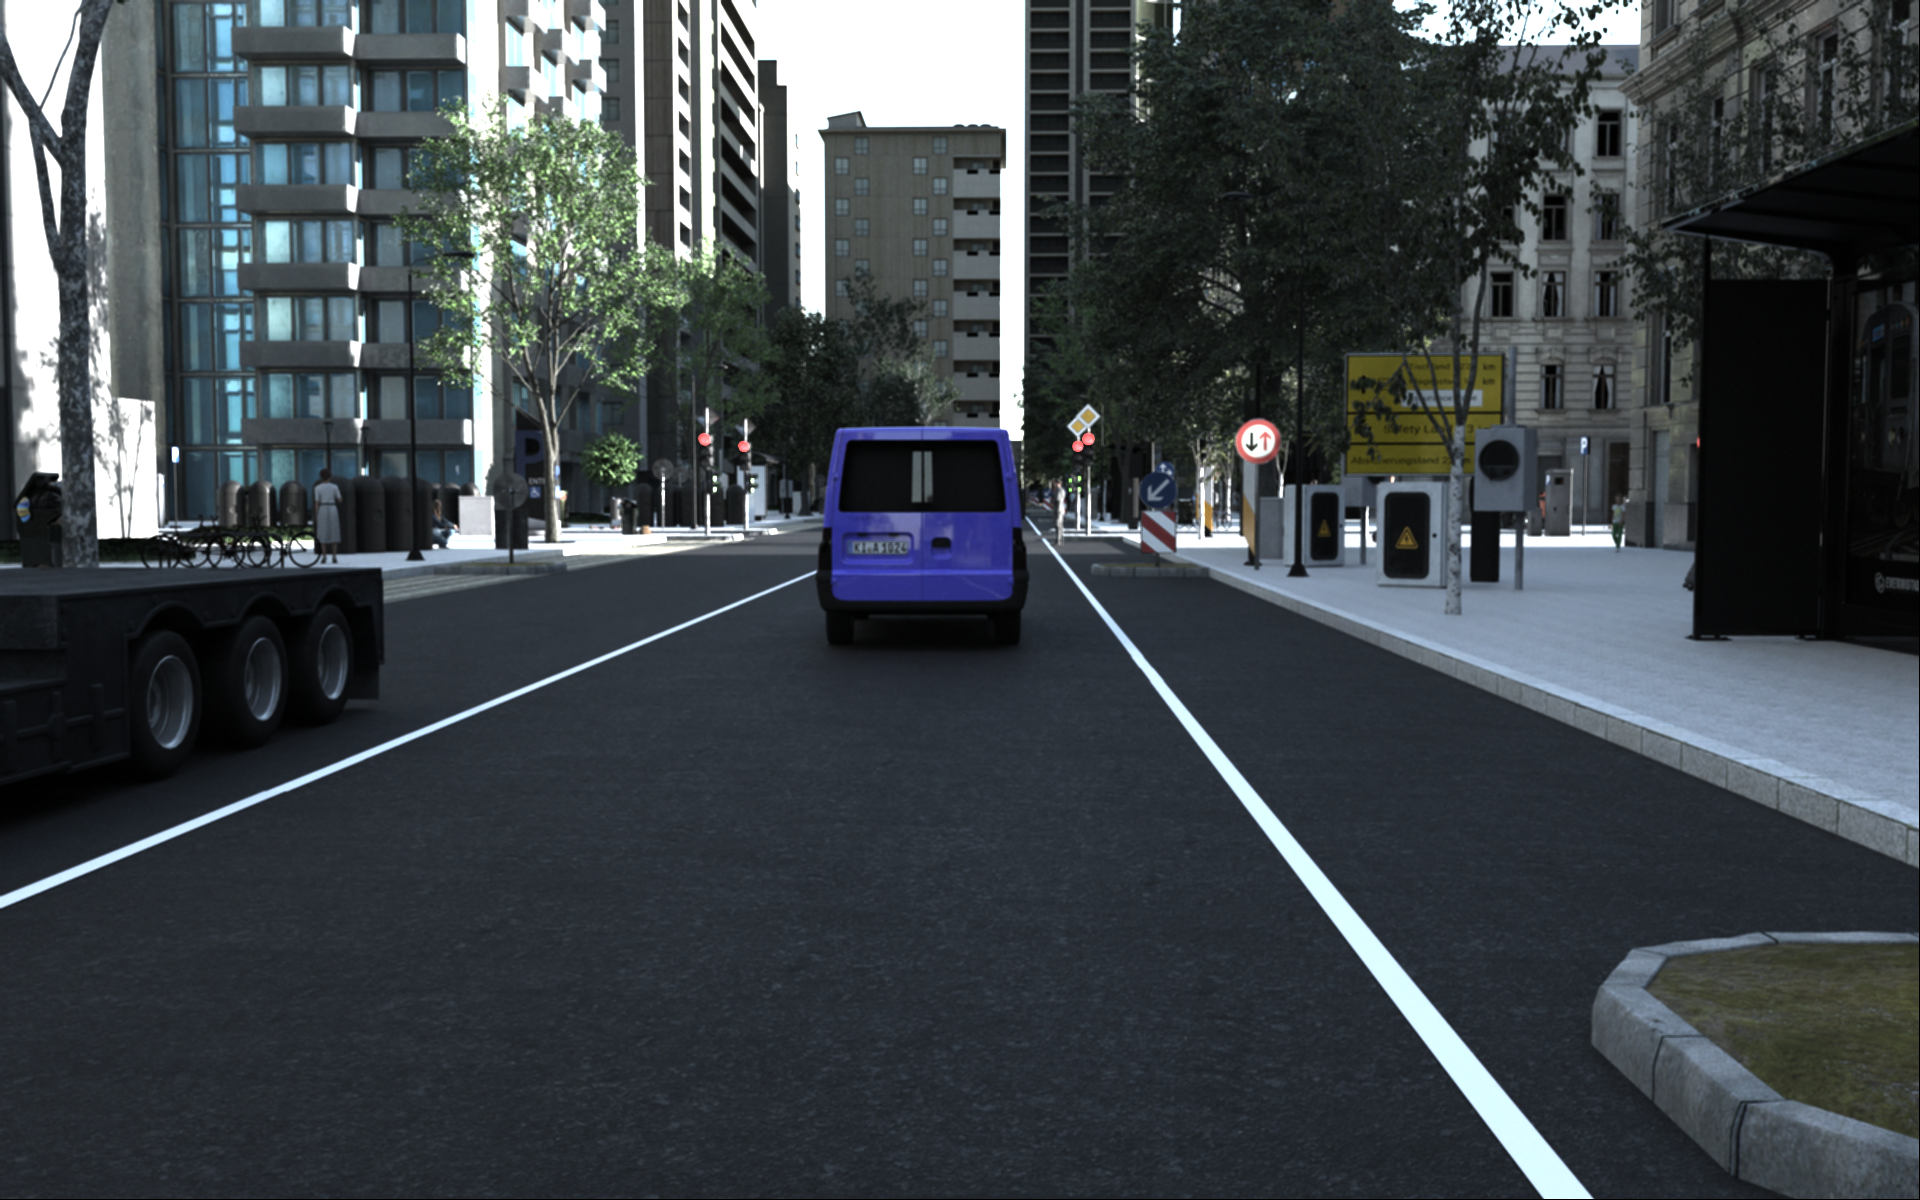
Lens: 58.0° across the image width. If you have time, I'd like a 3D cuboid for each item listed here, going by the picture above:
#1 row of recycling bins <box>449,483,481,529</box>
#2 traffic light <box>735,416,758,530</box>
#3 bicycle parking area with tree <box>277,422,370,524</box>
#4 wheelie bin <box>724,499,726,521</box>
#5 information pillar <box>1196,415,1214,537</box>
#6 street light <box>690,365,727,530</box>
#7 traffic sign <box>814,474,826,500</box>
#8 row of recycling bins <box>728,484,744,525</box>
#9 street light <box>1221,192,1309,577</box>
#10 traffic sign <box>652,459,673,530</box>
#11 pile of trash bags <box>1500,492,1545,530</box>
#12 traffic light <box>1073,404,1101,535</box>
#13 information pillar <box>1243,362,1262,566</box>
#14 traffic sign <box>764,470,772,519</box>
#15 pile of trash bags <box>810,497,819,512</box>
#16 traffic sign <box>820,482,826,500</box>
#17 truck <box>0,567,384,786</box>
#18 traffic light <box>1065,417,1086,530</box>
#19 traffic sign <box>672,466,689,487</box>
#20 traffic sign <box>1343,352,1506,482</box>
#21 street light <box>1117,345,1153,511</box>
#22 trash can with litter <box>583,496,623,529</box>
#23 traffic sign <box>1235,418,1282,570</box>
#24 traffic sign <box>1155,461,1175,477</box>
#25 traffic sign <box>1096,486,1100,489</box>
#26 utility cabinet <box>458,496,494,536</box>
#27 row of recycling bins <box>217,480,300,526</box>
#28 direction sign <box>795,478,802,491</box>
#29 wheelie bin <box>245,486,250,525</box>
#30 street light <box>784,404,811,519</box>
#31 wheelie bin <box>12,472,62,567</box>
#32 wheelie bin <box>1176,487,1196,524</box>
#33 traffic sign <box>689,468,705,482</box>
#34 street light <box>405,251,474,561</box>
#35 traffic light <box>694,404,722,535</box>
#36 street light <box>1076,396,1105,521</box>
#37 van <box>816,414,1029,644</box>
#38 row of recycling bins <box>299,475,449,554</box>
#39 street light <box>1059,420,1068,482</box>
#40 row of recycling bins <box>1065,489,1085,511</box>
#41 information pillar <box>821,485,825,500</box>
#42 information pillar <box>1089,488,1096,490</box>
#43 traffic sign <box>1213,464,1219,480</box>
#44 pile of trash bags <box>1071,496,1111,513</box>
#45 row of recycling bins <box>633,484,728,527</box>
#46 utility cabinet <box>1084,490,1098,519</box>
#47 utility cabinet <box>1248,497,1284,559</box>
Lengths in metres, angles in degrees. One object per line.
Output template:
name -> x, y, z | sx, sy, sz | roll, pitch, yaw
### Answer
row of recycling bins -> -18.952, -3.456, 63.611 | 3.534, 1.692, 1.069 | 2, 4, 32
traffic light -> -7.682, -4.478, 62.133 | 0.839, 4.253, 0.868 | 0, 4, 2
bicycle parking area with tree -> -25.470, -5.180, 71.695 | 9.016, 4.147, 8.231 | 1, 4, 10
wheelie bin -> -11.294, -4.659, 84.086 | 0.693, 1.594, 0.980 | 1, 4, 13
information pillar -> 7.282, -3.674, 51.423 | 0.504, 3.616, 0.183 | 1, 4, 13
street light -> -9.092, -5.512, 62.659 | 1.470, 5.913, 1.316 | 0, 4, 2
traffic sign -> -9.073, -6.848, 112.069 | 0.768, 2.556, 0.104 | 0, 4, 7
row of recycling bins -> -10.762, -4.025, 72.928 | 3.534, 1.692, 1.069 | 1, 4, 12
street light -> 4.722, -3.319, 26.810 | 1.470, 5.913, 1.316 | 0, 4, 2
traffic sign -> -10.729, -3.817, 62.507 | 0.768, 2.556, 0.104 | 0, 4, 5
pile of trash bags -> 20.552, -3.200, 62.077 | 1.912, 1.369, 3.447 | 0, 4, 0
traffic light -> 3.956, -3.971, 53.841 | 0.839, 4.253, 0.868 | 0, 4, 2
information pillar -> 5.233, -2.429, 31.064 | 0.183, 3.616, 0.504 | -1, 4, -18
traffic sign -> -9.989, -5.396, 88.329 | 0.768, 2.556, 0.104 | 1, 4, 8
pile of trash bags -> -9.871, -7.265, 128.539 | 3.447, 1.369, 1.912 | -3, 4, -38
traffic sign -> -9.681, -7.325, 119.876 | 0.768, 2.556, 0.104 | 0, 4, 4
truck -> -5.335, -0.760, 2.190 | 2.967, 4.110, 18.799 | 0, 4, 2
traffic light -> 4.175, -4.459, 61.823 | 0.839, 4.253, 0.868 | 0, 4, 2
traffic sign -> -12.719, -4.813, 78.794 | 0.768, 2.556, 0.104 | 0, 4, 4
traffic sign -> 6.664, -1.900, 24.946 | 2.265, 3.308, 0.079 | 0, 4, 4
street light -> 5.422, -4.969, 53.788 | 1.470, 5.913, 1.316 | 0, 4, 2
trash can with litter -> -13.000, -3.211, 63.556 | 2.233, 1.210, 1.678 | -3, 5, -43
traffic sign -> 5.033, -1.784, 29.277 | 0.768, 2.556, 0.104 | 0, 4, 7
traffic sign -> 7.953, -4.113, 67.347 | 0.768, 2.556, 0.104 | 1, 4, 8
traffic sign -> 10.703, -8.206, 136.304 | 0.606, 2.300, 0.079 | 0, 4, 8
utility cabinet -> -14.883, -2.577, 53.301 | 1.020, 1.237, 0.306 | -1, 4, -10
row of recycling bins -> -20.572, -2.768, 52.363 | 3.534, 1.692, 1.069 | -1, 4, -13
direction sign -> -10.417, -7.338, 111.975 | 0.379, 3.537, 0.876 | 2, 4, 24
wheelie bin -> -26.034, -3.431, 64.011 | 0.980, 1.594, 0.693 | -3, 5, -42
street light -> -8.410, -7.162, 89.637 | 1.470, 5.913, 1.316 | 0, 4, 2
wheelie bin -> -13.265, -1.059, 25.216 | 0.693, 1.594, 0.980 | 0, 4, 3
wheelie bin -> 9.537, -4.008, 73.434 | 0.980, 1.594, 0.693 | 1, 4, 13
traffic sign -> -12.358, -4.966, 81.299 | 0.768, 2.556, 0.104 | 1, 4, 9
street light -> -9.975, -3.712, 33.236 | 1.470, 5.913, 1.316 | 0, 4, 2
traffic light -> -7.901, -3.990, 54.151 | 0.839, 4.253, 0.868 | 0, 4, 2
street light -> 6.154, -6.679, 81.741 | 1.470, 5.913, 1.316 | 0, 4, 2
van -> -0.359, -0.845, 18.198 | 2.240, 2.365, 5.245 | 0, 4, 0
row of recycling bins -> -12.923, -1.914, 38.405 | 1.069, 1.692, 3.534 | 1, 4, 19
street light -> 6.927, -8.329, 108.717 | 1.470, 5.913, 1.316 | 0, 4, 2
row of recycling bins -> 8.580, -7.370, 127.619 | 1.069, 1.692, 3.534 | -1, 4, -16
information pillar -> -9.579, -7.075, 120.170 | 0.304, 2.012, 0.304 | 1, 4, 14
information pillar -> 7.850, -6.858, 103.488 | 0.504, 3.616, 0.183 | 1, 4, 12
traffic sign -> 9.597, -4.068, 66.613 | 0.768, 2.556, 0.104 | 0, 4, 3
pile of trash bags -> 9.213, -6.609, 117.805 | 3.447, 1.369, 1.912 | -1, 4, -18
row of recycling bins -> -11.018, -3.717, 67.882 | 3.534, 1.692, 1.069 | 0, 4, -5
utility cabinet -> 6.606, -4.799, 87.148 | 0.318, 1.500, 1.173 | 1, 4, 23
utility cabinet -> 6.228, -1.412, 34.245 | 1.020, 1.237, 0.306 | 1, 4, 16
